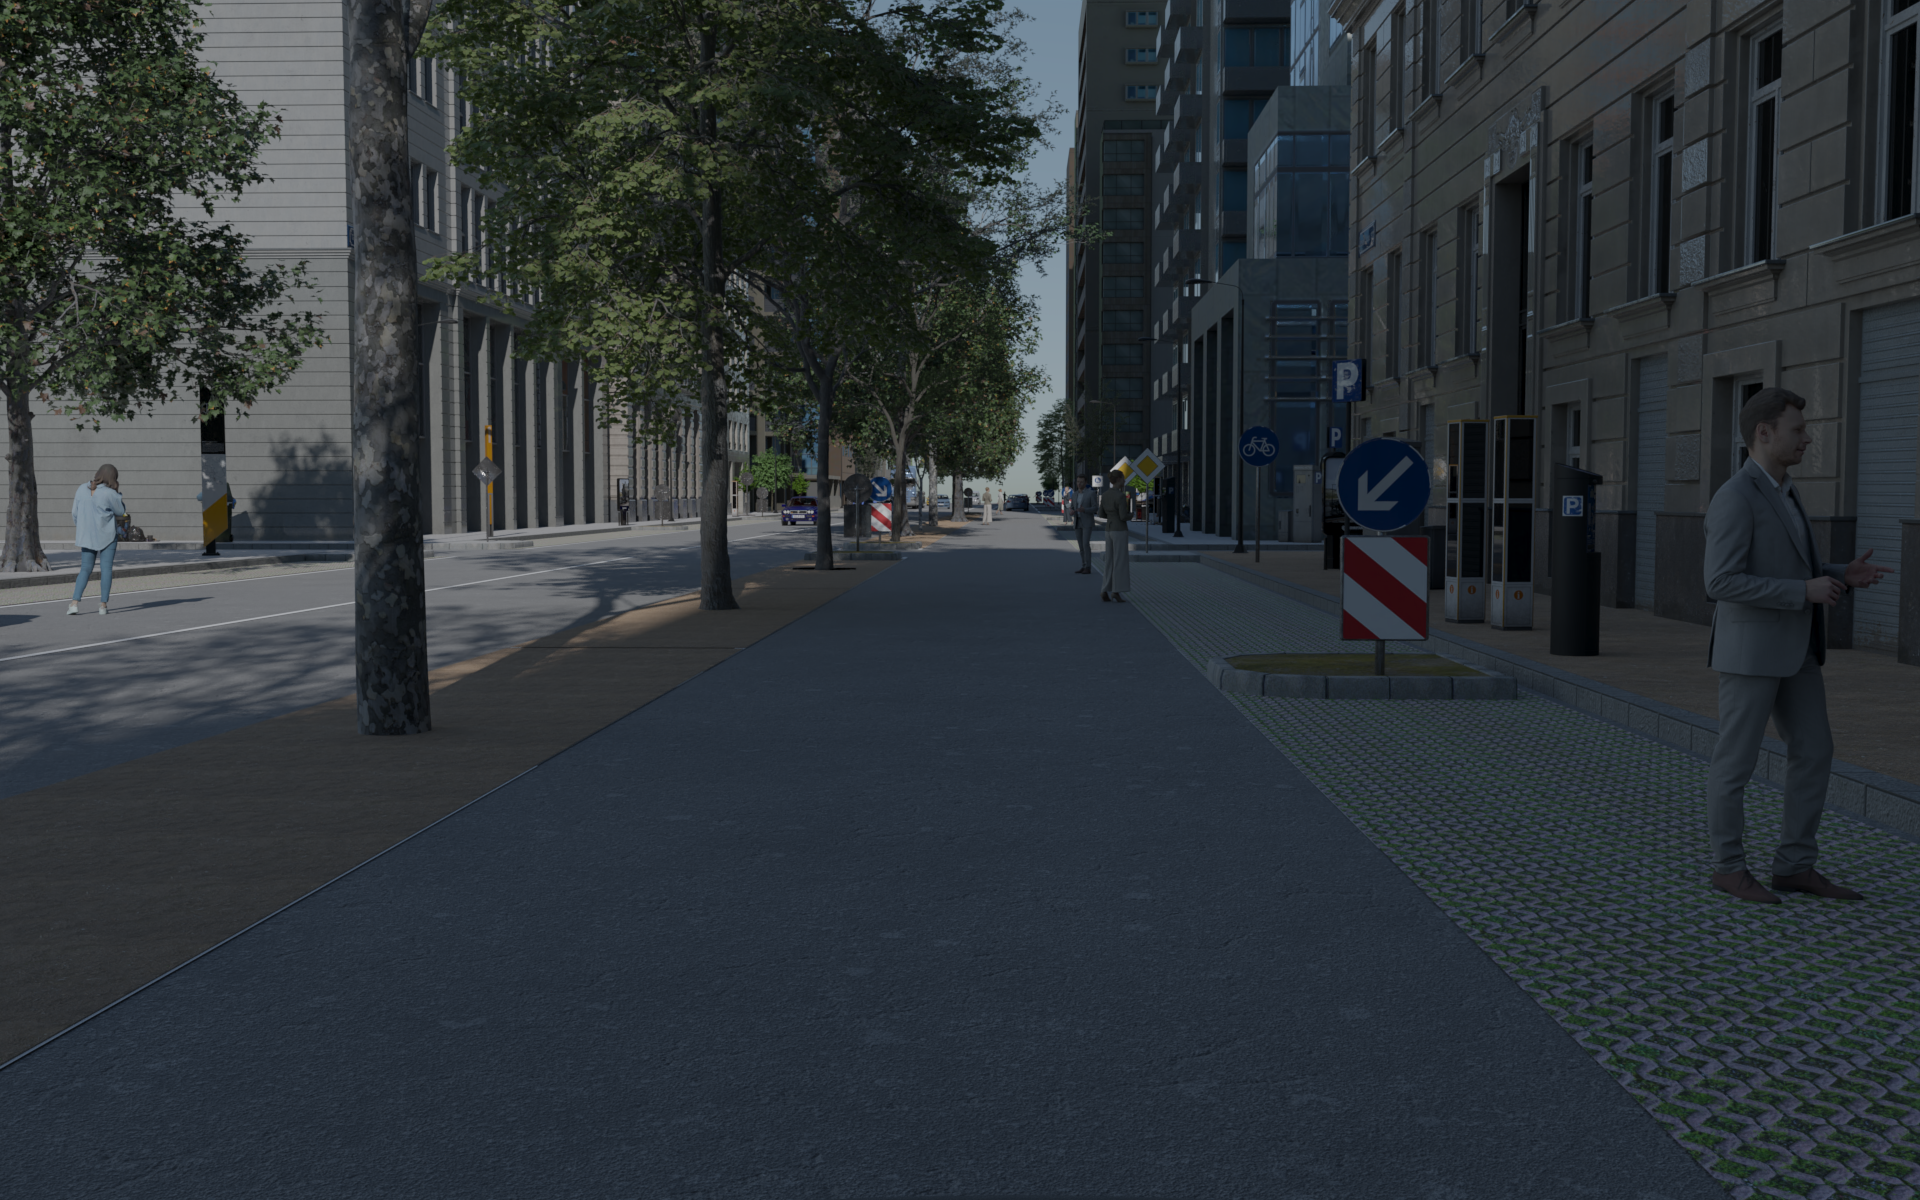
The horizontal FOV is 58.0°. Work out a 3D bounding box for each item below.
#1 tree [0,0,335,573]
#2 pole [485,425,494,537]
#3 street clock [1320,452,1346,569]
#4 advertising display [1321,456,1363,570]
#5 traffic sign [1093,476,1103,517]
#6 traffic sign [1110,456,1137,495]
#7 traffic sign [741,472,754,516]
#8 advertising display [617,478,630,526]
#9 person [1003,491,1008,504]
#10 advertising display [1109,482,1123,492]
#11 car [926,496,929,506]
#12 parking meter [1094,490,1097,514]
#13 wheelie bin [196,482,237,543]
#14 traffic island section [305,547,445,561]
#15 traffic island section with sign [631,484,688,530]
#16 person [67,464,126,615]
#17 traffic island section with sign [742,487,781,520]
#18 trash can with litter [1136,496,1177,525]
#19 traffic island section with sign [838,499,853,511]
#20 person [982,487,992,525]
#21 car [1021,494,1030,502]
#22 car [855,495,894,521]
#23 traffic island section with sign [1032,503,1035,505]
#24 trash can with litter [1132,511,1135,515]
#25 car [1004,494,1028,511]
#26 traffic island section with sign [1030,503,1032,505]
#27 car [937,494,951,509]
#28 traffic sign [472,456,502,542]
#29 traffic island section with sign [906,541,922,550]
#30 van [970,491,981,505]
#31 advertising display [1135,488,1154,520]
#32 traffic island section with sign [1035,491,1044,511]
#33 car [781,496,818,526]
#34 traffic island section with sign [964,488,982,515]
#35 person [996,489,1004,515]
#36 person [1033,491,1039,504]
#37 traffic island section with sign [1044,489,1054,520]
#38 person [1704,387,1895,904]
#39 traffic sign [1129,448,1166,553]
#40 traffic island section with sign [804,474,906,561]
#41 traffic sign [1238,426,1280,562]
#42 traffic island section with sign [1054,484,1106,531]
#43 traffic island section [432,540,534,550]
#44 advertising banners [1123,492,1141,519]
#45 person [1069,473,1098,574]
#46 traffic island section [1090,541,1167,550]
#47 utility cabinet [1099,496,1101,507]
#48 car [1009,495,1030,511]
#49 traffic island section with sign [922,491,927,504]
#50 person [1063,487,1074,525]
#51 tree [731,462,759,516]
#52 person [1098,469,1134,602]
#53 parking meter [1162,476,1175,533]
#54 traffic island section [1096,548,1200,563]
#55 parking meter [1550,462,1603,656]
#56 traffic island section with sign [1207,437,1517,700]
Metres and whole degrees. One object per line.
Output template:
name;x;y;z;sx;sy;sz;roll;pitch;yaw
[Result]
tree;-15.612;-6.822;28.549;9.611;12.733;9.660;0;3;0
pole;-13.973;-3.519;51.386;0.158;3.312;0.155;0;3;0
street clock;6.402;-1.533;29.635;0.471;2.002;0.358;-2;4;-29
advertising display;6.596;-1.468;29.215;0.974;1.923;0.123;0;4;-1
traffic sign;7.772;-5.848;97.752;0.606;2.300;0.079;0;4;5
traffic sign;4.334;-2.562;45.537;0.795;2.450;0.064;0;4;2
traffic sign;-12.412;-6.167;100.936;0.768;2.556;0.104;0;4;6
advertising display;-13.641;-3.972;70.150;0.123;1.923;0.974;1;4;13
person;6.475;-14.776;250.107;0.705;1.821;1.348;3;5;43
advertising display;7.365;-4.685;81.809;0.123;1.923;0.974;-2;4;-28
car;-3.189;-12.358;212.272;2.015;1.641;3.980;0;4;2
parking meter;8.509;-6.145;108.885;0.372;1.533;0.369;0;3;0
wheelie bin;-19.699;-2.320;45.841;0.980;1.594;0.693;-3;5;-41
traffic island section;-12.901;-0.975;38.226;2.009;0.180;2.903;0;4;2
traffic island section with sign;-11.851;-3.671;68.653;1.989;1.847;2.006;0;4;2
person;-10.288;-0.724;20.599;0.793;1.790;0.793;-2;4;-34
traffic island section with sign;-10.915;-5.319;95.592;1.989;1.847;2.006;0;4;2
trash can with litter;8.184;-3.698;71.514;1.678;1.210;2.233;0;4;1
traffic island section with sign;-9.171;-8.388;145.771;1.989;1.847;2.006;0;4;2
person;1.285;-4.331;79.863;0.519;1.759;0.362;2;4;34
car;8.043;-13.137;223.823;2.155;1.783;4.494;0;4;1
car;-3.443;-3.695;72.420;2.014;1.417;4.499;0;4;2
traffic island section with sign;8.429;-10.005;172.210;1.989;1.847;2.006;0;4;2
trash can with litter;9.968;-5.584;102.690;0.624;1.170;1.055;-3;4;-36
car;4.714;-8.123;144.819;2.014;1.417;4.499;0;4;3
traffic island section with sign;10.358;-13.404;227.783;1.989;1.847;2.006;0;4;2
car;-1.819;-9.473;166.892;2.014;1.417;4.499;0;3;0
traffic sign;-12.600;-2.599;46.143;0.795;2.450;0.064;0;4;2
traffic island section with sign;-2.048;-2.285;45.496;2.006;1.907;1.989;0;4;2
van;1.937;-14.015;236.151;2.013;2.044;4.112;0;4;4
advertising display;9.021;-4.832;84.219;0.974;1.923;0.123;1;4;11
traffic island section with sign;7.477;-8.335;144.911;1.989;1.847;2.006;0;4;2
car;-7.135;-4.091;79.466;1.945;1.354;3.894;0;4;3
traffic island section with sign;0.551;-6.878;120.589;2.006;1.907;1.989;0;4;2
person;2.718;-6.728;118.722;0.641;1.798;0.478;-1;4;-12
person;10.370;-13.647;231.557;1.348;1.831;0.705;3;4;38
traffic island section with sign;5.742;-5.269;94.784;1.989;1.847;2.006;0;4;2
person;2.896;0.163;6.038;0.583;1.804;0.606;3;5;44
traffic sign;4.056;-2.074;37.557;0.795;2.450;0.064;0;4;2
traffic island section with sign;-2.315;-1.832;38.093;2.006;1.907;1.989;0;4;2
traffic sign;5.586;-1.978;32.440;0.768;2.556;0.104;0;4;5
traffic island section with sign;4.802;-3.619;67.798;1.989;1.847;2.006;0;4;2
traffic island section;-12.624;-1.463;46.206;2.009;0.180;2.903;0;4;2
advertising banners;9.109;-5.597;87.694;2.074;3.025;0.090;-1;4;-18
person;2.168;-1.376;31.193;0.606;1.804;0.583;2;4;35
traffic island section;4.357;-1.427;45.613;2.009;0.180;2.903;0;4;2
utility cabinet;7.828;-5.128;95.000;0.306;1.237;1.020;1;4;11
car;5.059;-8.359;149.250;1.945;1.354;3.894;0;4;1
traffic island section with sign;-5.368;-15.082;255.214;1.989;1.847;2.006;0;4;2
person;4.968;-4.344;79.944;0.534;1.772;0.576;-3;5;-40
tree;-12.850;-6.639;103.149;1.663;3.219;1.824;0;3;0
person;2.096;-0.848;22.921;0.362;1.759;0.519;-2;4;-35
parking meter;6.833;-3.125;56.798;0.399;1.863;0.255;-2;4;-28
traffic island section;4.080;-0.939;37.633;2.009;0.180;2.903;0;4;2
parking meter;4.917;-0.331;13.815;0.372;1.533;0.369;0;3;0
traffic island section with sign;2.899;-0.265;12.954;1.989;1.847;2.006;0;4;2
